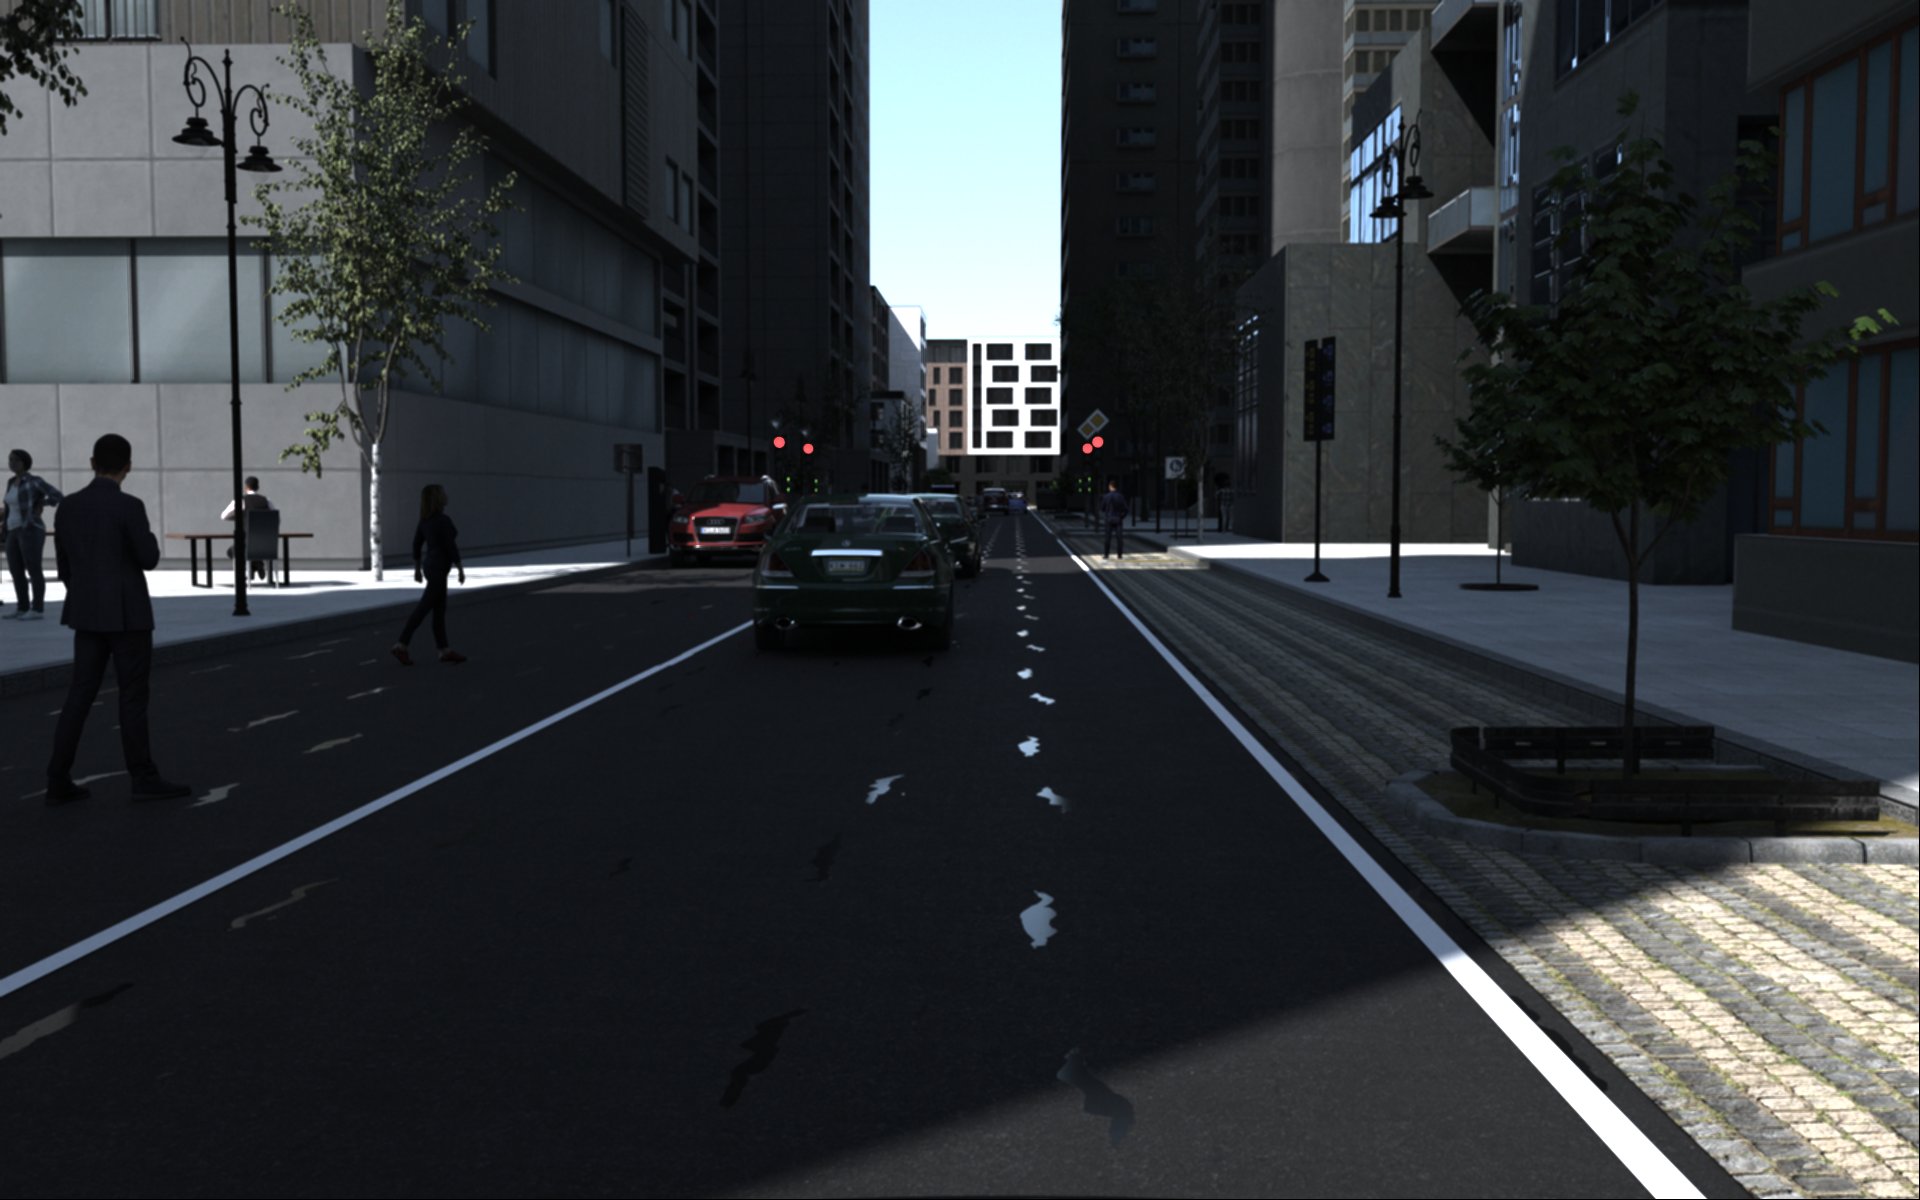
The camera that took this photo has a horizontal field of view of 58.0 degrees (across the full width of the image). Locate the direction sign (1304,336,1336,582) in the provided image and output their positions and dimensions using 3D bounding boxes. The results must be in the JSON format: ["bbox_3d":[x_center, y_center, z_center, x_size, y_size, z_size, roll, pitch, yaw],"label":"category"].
[{"bbox_3d":[5.246,-2.040,25.349,0.379,3.537,0.876,-1,4,-16],"label":"direction sign"}]

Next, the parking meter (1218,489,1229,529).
[{"bbox_3d":[9.719,-3.560,63.914,0.399,1.863,0.255,1,4,17],"label":"parking meter"}]

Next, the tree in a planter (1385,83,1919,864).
[{"bbox_3d":[2.962,-0.633,7.575,1.991,3.239,1.994,0,4,2],"label":"tree in a planter"}]

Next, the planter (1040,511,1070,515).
[{"bbox_3d":[6.435,-5.883,117.323,1.991,0.319,1.994,0,4,2],"label":"planter"}]

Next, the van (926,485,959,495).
[{"bbox_3d":[-1.159,-7.022,119.201,2.240,2.365,5.245,0,3,0],"label":"van"}]

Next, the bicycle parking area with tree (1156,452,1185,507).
[{"bbox_3d":[15.333,-7.805,114.617,9.016,4.147,8.231,1,4,14],"label":"bicycle parking area with tree"}]

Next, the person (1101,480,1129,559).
[{"bbox_3d":[3.380,-1.764,38.051,0.576,1.737,0.504,-1,4,-10],"label":"person"}]

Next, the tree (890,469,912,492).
[{"bbox_3d":[-4.675,-8.456,132.863,1.663,3.219,1.824,0,3,0],"label":"tree"}]

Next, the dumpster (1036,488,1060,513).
[{"bbox_3d":[6.627,-7.464,130.254,1.865,1.857,1.264,0,4,3],"label":"dumpster"}]

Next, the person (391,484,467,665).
[{"bbox_3d":[-4.502,-0.223,14.682,0.480,1.512,0.613,2,4,31],"label":"person"}]

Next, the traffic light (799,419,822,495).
[{"bbox_3d":[-5.653,-4.666,65.207,0.839,4.253,0.868,0,4,2],"label":"traffic light"}]

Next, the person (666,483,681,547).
[{"bbox_3d":[-6.930,-2.056,41.868,0.590,1.554,0.614,0,4,-8],"label":"person"}]

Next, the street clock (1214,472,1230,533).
[{"bbox_3d":[8.696,-3.239,57.530,0.471,2.002,0.358,3,4,36],"label":"street clock"}]

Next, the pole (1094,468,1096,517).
[{"bbox_3d":[7.663,-6.371,98.008,0.158,3.312,0.155,0,3,0],"label":"pole"}]

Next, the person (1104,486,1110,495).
[{"bbox_3d":[8.771,-6.010,104.762,0.683,1.767,0.568,-2,4,-30],"label":"person"}]

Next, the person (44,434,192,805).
[{"bbox_3d":[-3.955,0.082,8.082,0.541,1.710,0.530,2,4,29],"label":"person"}]

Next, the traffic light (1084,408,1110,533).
[{"bbox_3d":[4.490,-4.159,56.912,0.839,4.253,0.868,0,4,2],"label":"traffic light"}]

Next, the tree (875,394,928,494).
[{"bbox_3d":[-4.277,-10.858,127.886,4.737,8.622,4.395,0,3,0],"label":"tree"}]

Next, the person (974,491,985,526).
[{"bbox_3d":[0.877,-4.071,77.122,0.516,1.574,0.319,-2,4,-25],"label":"person"}]

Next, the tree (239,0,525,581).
[{"bbox_3d":[-8.587,-4.595,25.493,4.737,8.622,4.395,0,3,0],"label":"tree"}]

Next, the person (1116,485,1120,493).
[{"bbox_3d":[9.569,-6.013,104.488,0.434,1.807,0.598,1,4,15],"label":"person"}]

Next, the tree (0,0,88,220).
[{"bbox_3d":[-8.631,-3.877,13.751,4.360,8.622,3.978,0,3,0],"label":"tree"}]

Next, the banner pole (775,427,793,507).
[{"bbox_3d":[-6.476,-4.546,64.345,0.863,3.779,0.401,-1,4,-10],"label":"banner pole"}]

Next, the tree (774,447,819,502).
[{"bbox_3d":[-6.824,-4.626,70.233,1.663,3.219,1.824,0,3,0],"label":"tree"}]

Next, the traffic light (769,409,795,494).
[{"bbox_3d":[-5.906,-4.178,57.226,0.839,4.253,0.868,0,4,2],"label":"traffic light"}]

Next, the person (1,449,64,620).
[{"bbox_3d":[-9.561,-0.671,17.745,0.841,1.734,0.376,2,4,34],"label":"person"}]

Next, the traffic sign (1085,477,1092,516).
[{"bbox_3d":[7.610,-6.151,100.675,0.768,2.556,0.104,1,4,9],"label":"traffic sign"}]

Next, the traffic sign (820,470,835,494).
[{"bbox_3d":[-5.603,-4.349,73.243,0.606,2.300,0.079,1,4,9],"label":"traffic sign"}]

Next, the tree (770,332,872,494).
[{"bbox_3d":[-6.119,-7.810,78.061,4.360,8.622,3.978,0,3,0],"label":"tree"}]

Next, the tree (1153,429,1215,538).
[{"bbox_3d":[6.785,-3.464,51.246,1.663,3.219,1.824,0,3,0],"label":"tree"}]

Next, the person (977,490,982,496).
[{"bbox_3d":[1.784,-8.916,154.811,0.617,1.759,0.750,0,4,-3],"label":"person"}]

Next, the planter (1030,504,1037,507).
[{"bbox_3d":[8.895,-10.591,194.306,1.991,0.319,1.994,0,4,2],"label":"planter"}]

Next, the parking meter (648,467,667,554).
[{"bbox_3d":[-6.507,-1.929,37.254,0.255,1.863,0.399,1,4,21],"label":"parking meter"}]

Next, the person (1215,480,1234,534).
[{"bbox_3d":[8.579,-2.981,55.506,0.841,1.734,0.376,0,4,8],"label":"person"}]

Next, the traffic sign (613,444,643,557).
[{"bbox_3d":[-6.769,-2.031,35.333,0.606,2.300,0.079,0,4,6],"label":"traffic sign"}]

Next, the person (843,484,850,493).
[{"bbox_3d":[-6.000,-5.176,90.802,0.434,1.807,0.598,1,4,13],"label":"person"}]

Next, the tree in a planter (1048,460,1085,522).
[{"bbox_3d":[5.580,-5.693,90.304,1.991,3.239,1.994,0,4,2],"label":"tree in a planter"}]

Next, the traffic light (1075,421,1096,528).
[{"bbox_3d":[4.744,-4.647,64.894,0.839,4.253,0.868,0,4,2],"label":"traffic light"}]

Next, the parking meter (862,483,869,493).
[{"bbox_3d":[-4.891,-5.110,89.266,0.255,1.863,0.399,1,4,18],"label":"parking meter"}]

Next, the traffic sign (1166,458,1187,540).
[{"bbox_3d":[5.981,-2.802,47.950,0.606,2.300,0.079,0,4,5],"label":"traffic sign"}]
